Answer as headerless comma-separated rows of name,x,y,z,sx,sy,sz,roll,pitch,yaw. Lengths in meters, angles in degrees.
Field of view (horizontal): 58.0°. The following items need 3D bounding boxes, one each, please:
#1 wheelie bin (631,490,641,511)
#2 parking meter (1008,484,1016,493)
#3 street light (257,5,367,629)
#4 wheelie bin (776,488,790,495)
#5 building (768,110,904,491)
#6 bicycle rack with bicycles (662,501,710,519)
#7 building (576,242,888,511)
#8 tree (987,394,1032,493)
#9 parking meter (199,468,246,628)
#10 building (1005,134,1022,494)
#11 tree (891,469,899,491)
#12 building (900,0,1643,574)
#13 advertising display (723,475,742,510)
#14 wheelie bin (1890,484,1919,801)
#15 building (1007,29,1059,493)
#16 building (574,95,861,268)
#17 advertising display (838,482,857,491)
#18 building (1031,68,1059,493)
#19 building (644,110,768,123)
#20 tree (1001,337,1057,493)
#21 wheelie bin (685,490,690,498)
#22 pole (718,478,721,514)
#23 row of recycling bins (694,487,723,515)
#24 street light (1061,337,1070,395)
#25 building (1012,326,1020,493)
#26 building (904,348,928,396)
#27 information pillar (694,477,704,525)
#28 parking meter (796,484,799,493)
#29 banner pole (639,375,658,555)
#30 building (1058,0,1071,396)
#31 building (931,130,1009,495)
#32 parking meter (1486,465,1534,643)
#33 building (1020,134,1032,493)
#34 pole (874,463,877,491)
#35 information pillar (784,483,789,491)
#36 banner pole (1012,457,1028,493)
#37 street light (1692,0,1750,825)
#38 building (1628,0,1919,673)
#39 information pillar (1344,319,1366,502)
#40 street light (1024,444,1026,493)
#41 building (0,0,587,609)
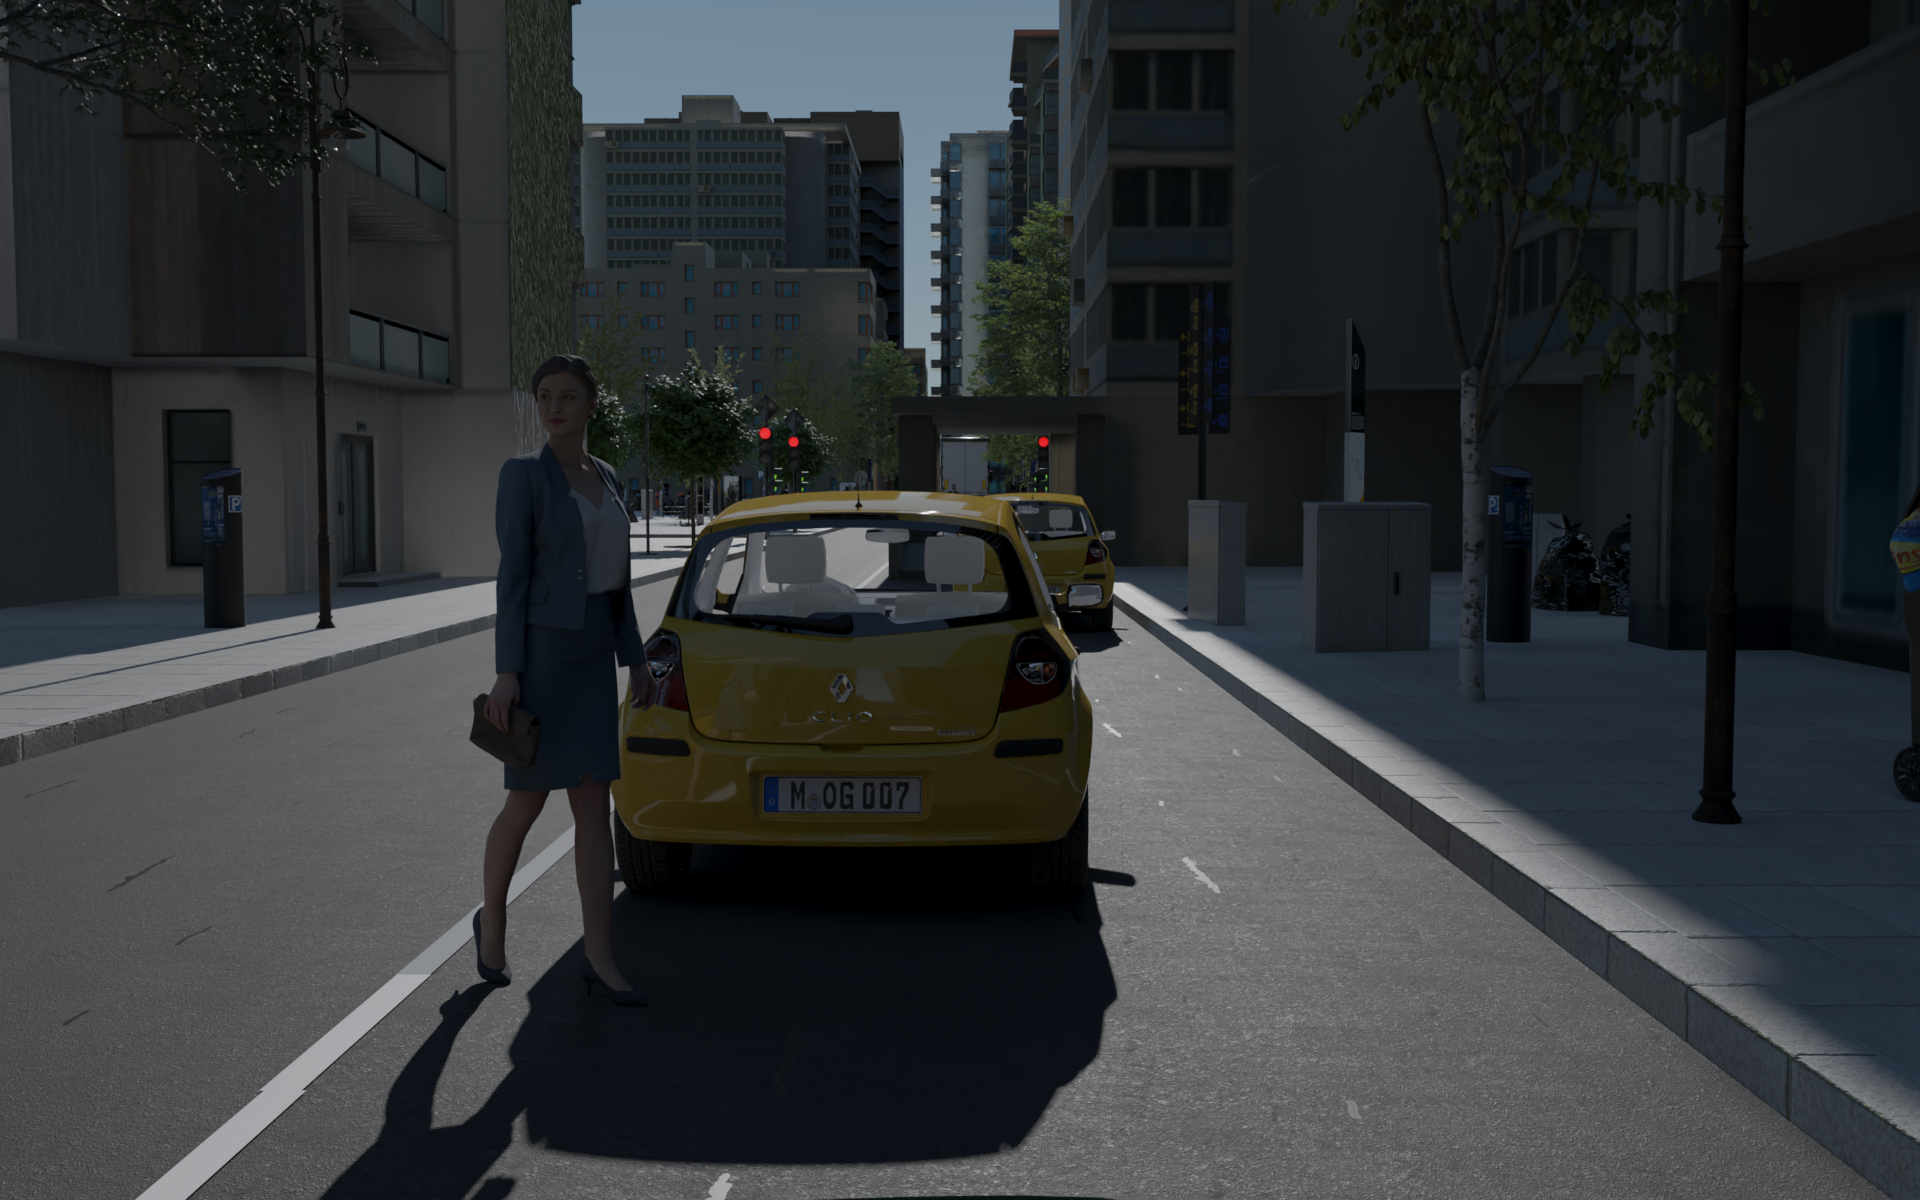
wheelie bin,-24.333,-7.481,130.225,0.980,1.594,0.693,1,4,20
parking meter,2.932,-5.649,98.066,0.399,1.863,0.255,-3,4,-39
street light,-6.076,-2.668,16.411,0.468,5.910,1.993,0,4,0
wheelie bin,-8.159,-4.386,79.622,0.693,1.594,0.980,-1,4,-19
building,-13.766,-33.582,199.169,14.200,45.320,14.600,0,4,0
bicycle rack with bicycles,-14.102,-4.728,90.689,2.852,0.926,2.925,3,5,43
building,-20.626,-18.484,147.245,27.650,21.520,28.899,0,4,0
tree,3.648,-9.752,109.814,4.737,8.622,4.395,0,3,0
parking meter,-7.089,-0.505,16.669,0.372,1.533,0.369,0,3,0
building,12.230,-31.561,199.610,14.154,41.232,14.086,0,4,0
tree,-6.054,-12.550,188.897,4.285,4.588,4.351,0,3,0
building,14.930,-20.978,34.874,32.217,40.220,23.993,0,4,0
advertising display,-7.723,-3.279,58.833,0.123,1.923,0.974,-3,5,-42
wheelie bin,4.333,0.052,7.053,0.980,1.594,0.693,-1,4,-9
building,15.687,-31.121,163.454,22.147,44.769,28.867,0,4,0
building,-22.891,-29.431,173.080,32.217,40.220,23.993,0,4,0
advertising display,-5.887,-5.239,90.869,0.974,1.923,0.123,-1,4,-16
building,12.544,-21.377,121.208,14.160,30.474,14.107,0,4,0
building,-28.265,-33.587,199.251,14.200,45.320,14.600,0,4,0
tree,3.516,-7.915,79.777,4.360,8.622,3.978,0,3,0
wheelie bin,-20.104,-7.456,129.809,0.693,1.594,0.980,2,4,27
pole,-14.181,-6.619,102.068,0.158,3.312,0.155,0,3,0
row of recycling bins,-15.170,-6.126,107.269,1.069,1.692,3.534,2,4,27
street light,3.096,-4.627,48.431,0.468,5.910,1.993,0,4,0
building,12.536,-25.300,185.351,14.160,30.474,14.107,0,4,0
building,-19.012,-23.555,230.169,28.899,21.520,27.650,0,4,0
information pillar,-10.675,-4.074,71.102,0.304,2.012,0.304,-1,4,-12
parking meter,-6.702,-3.963,70.506,0.255,1.863,0.399,1,4,14
banner pole,-6.534,-2.828,36.263,0.401,3.779,0.863,-1,4,-14
building,12.699,-27.224,95.220,14.600,45.320,14.200,0,4,0
building,11.475,-37.192,227.694,30.456,49.044,23.786,0,4,0
parking meter,4.782,-0.407,15.064,0.372,1.533,0.369,0,3,0
building,12.458,-22.654,142.088,14.160,30.474,14.107,0,4,0
pole,-5.528,-7.323,113.566,0.158,3.312,0.155,0,3,0
information pillar,-8.631,-4.954,85.484,0.304,2.012,0.304,-1,4,-15
banner pole,3.726,-6.907,102.949,0.863,3.779,0.401,3,5,42
street light,2.976,-2.070,6.631,0.468,5.910,1.993,0,4,0
building,16.414,-23.202,3.054,21.300,48.544,21.600,0,4,0
information pillar,5.327,-1.961,23.414,0.183,3.616,0.504,3,4,36
street light,3.341,-7.140,89.522,0.468,5.910,1.993,0,4,0
building,-13.855,-20.800,23.680,14.154,41.232,14.086,0,4,0
